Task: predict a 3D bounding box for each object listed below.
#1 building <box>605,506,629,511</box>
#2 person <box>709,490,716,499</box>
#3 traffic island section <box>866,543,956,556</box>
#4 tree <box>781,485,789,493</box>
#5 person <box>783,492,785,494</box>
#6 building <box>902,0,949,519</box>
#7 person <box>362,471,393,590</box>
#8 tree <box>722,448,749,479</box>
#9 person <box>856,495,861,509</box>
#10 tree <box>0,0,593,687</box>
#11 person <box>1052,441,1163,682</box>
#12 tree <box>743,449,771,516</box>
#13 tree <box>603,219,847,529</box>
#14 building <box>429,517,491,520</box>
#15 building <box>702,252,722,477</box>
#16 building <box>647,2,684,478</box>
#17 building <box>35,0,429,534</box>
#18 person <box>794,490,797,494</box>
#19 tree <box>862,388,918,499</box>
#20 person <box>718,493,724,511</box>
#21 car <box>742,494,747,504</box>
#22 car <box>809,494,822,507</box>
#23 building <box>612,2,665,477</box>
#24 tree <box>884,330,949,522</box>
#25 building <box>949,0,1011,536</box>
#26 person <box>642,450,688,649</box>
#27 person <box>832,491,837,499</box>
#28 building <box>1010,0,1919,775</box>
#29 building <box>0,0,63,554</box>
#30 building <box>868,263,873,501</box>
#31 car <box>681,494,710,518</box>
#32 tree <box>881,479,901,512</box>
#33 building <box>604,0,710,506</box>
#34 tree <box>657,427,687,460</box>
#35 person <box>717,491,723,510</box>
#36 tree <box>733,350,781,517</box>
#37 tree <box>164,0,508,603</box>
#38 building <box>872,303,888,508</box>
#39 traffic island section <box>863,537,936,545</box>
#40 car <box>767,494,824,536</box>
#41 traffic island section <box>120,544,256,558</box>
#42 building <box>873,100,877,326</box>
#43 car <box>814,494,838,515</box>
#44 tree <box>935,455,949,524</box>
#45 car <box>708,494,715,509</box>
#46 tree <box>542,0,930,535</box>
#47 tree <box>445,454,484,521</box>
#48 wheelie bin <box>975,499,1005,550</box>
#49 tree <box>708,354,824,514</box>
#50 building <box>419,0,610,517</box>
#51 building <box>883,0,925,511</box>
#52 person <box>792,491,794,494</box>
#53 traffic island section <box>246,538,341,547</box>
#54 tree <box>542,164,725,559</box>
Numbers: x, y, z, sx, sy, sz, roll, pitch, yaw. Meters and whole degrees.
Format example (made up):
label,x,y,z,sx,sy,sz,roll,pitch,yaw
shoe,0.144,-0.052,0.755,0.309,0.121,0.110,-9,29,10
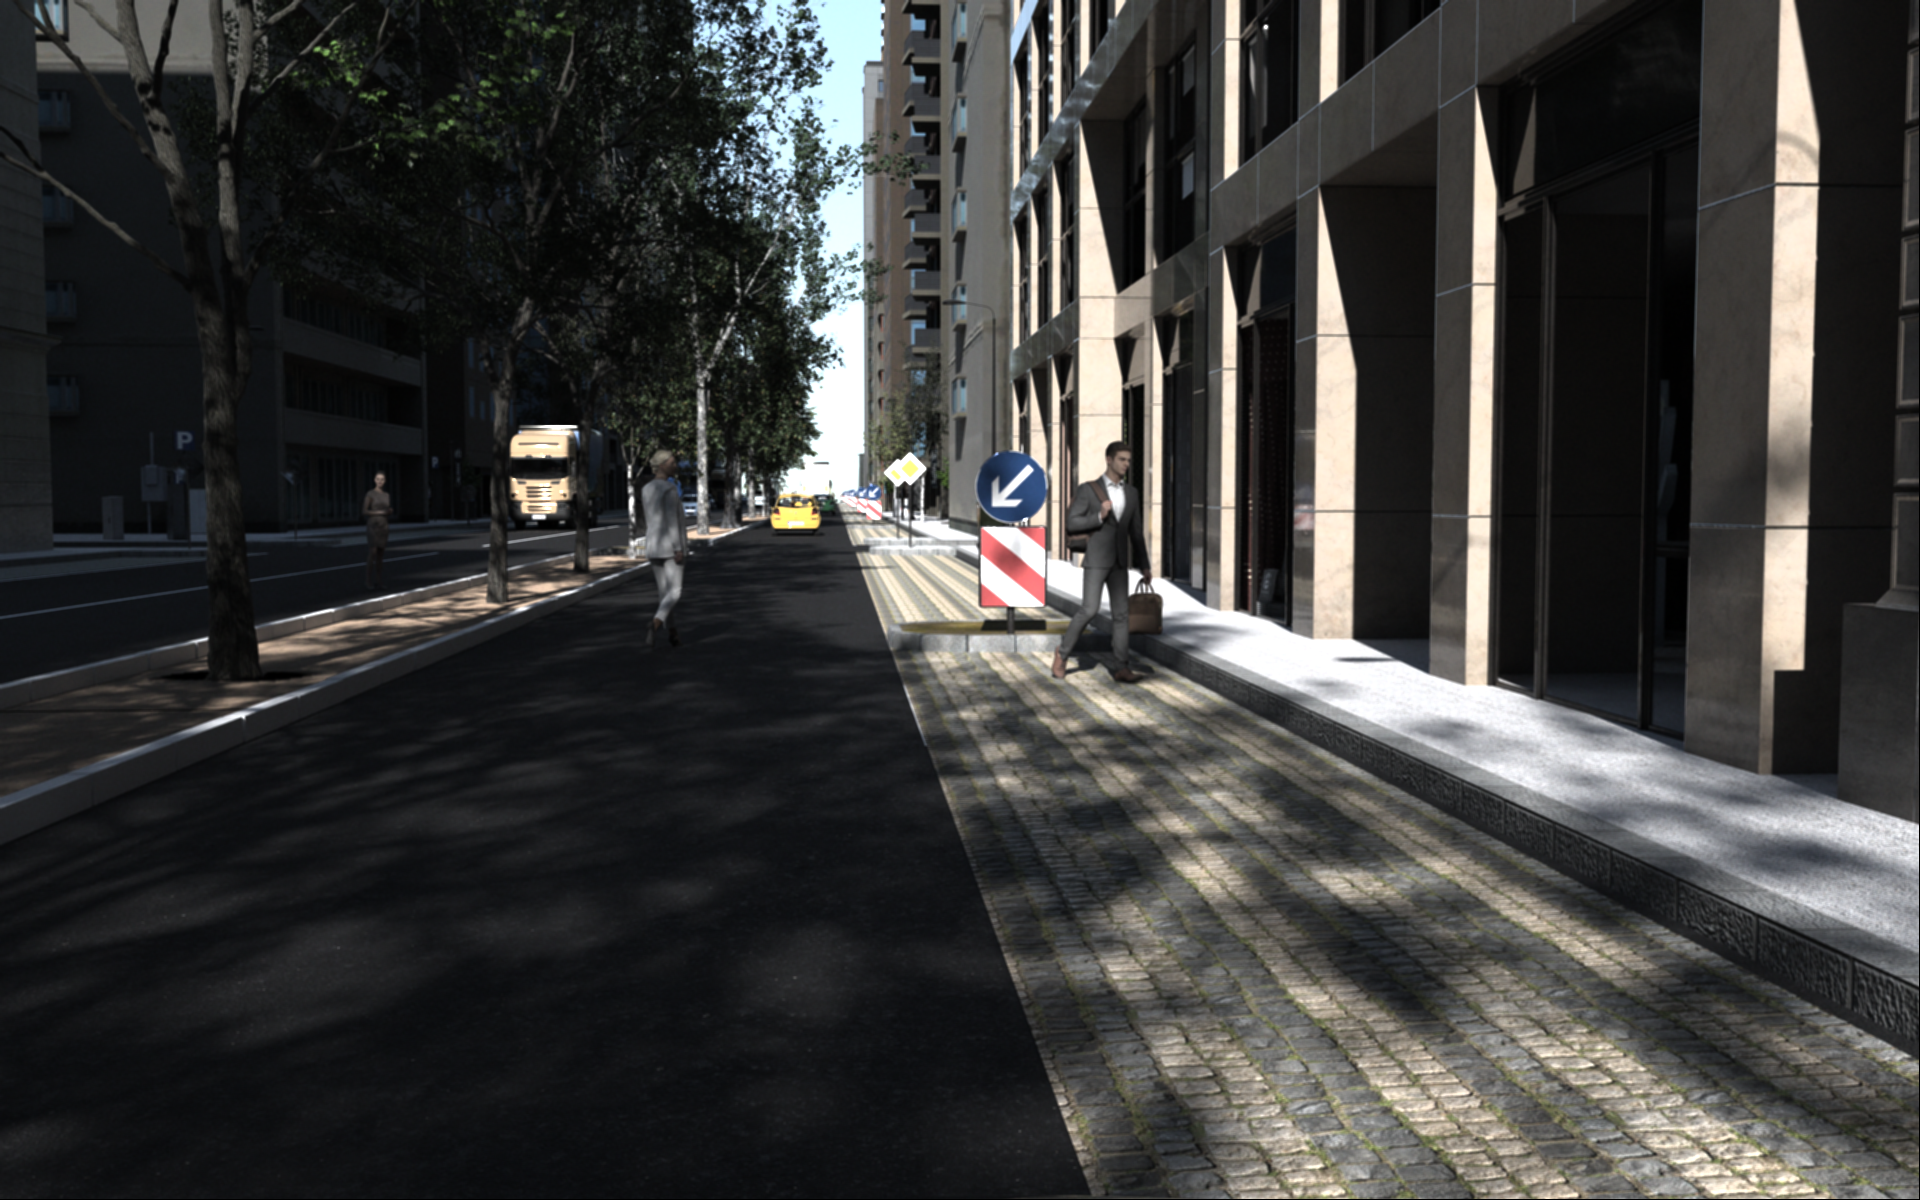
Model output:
label,x,y,z,sx,sy,sz,roll,pitch,yaw
building,-39.133,-43.678,152.386,20.563,71.187,20.611,0,4,-4
person,-24.823,-10.071,172.797,0.705,1.869,1.348,2,4,26
traffic island section,-1.172,-1.179,41.562,2.009,0.180,2.903,0,4,-4
tree,-12.309,-9.513,108.356,4.360,8.622,3.978,0,3,0
person,-19.919,-11.427,196.256,0.530,1.710,0.541,1,4,12
building,8.002,-27.135,98.289,22.147,44.769,28.867,0,4,-4
person,-8.749,-1.054,26.074,0.374,1.781,0.599,2,4,28
tree,-37.704,-22.759,282.477,12.009,13.543,11.850,0,3,0
person,-8.950,-8.845,153.667,0.990,1.755,0.434,-2,4,-28
tree,-5.722,-5.194,13.141,9.928,11.665,9.643,0,3,0
person,1.115,-0.290,13.199,0.622,1.834,0.822,-3,4,-37
tree,-12.739,-9.880,114.358,4.737,8.622,4.395,0,3,0
tree,-9.438,-9.248,70.662,9.611,12.733,9.660,0,3,0
building,-32.131,-27.028,92.025,14.600,45.320,14.200,0,4,-4
building,-43.982,-37.583,264.584,14.600,45.320,14.200,0,4,-4
building,-44.997,-55.438,219.090,22.319,86.520,31.000,0,4,-4
building,-33.606,-26.975,64.742,21.300,48.544,21.600,0,4,-4
person,-17.408,-10.770,184.456,0.599,1.838,0.709,0,4,-1
tree,-4.577,-10.331,119.280,4.737,8.622,4.395,0,3,0
person,-19.065,-8.100,141.020,1.350,1.814,0.705,0,4,7
car,-28.093,-13.066,225.636,2.014,1.417,4.499,0,4,-5
car,-9.181,-5.625,102.189,2.015,1.641,3.980,0,4,-4
building,-44.812,-35.943,176.905,28.713,52.752,27.495,0,4,-4
tree,-1.670,-7.837,78.501,4.360,8.622,3.978,0,3,0
building,10.365,-26.710,60.417,21.600,48.544,21.300,0,4,-4
person,-2.759,-0.466,15.996,0.514,1.842,0.818,1,4,23
person,-19.065,-15.435,260.877,0.705,1.823,1.348,3,5,44
building,11.999,-13.469,24.726,19.350,26.468,34.151,0,4,-4
building,-41.544,-15.468,29.318,44.131,29.872,17.030,0,4,-4
building,-4.539,-27.250,217.235,14.160,30.474,14.107,0,4,-4
car,-15.908,-5.592,103.434,2.014,1.417,4.499,0,4,-3
tree,-4.928,-8.123,127.405,1.663,3.219,1.824,0,3,0
building,-45.956,-49.406,246.034,20.563,71.187,20.611,0,4,-4
tree,-31.744,-17.133,198.256,7.486,12.596,7.792,0,3,0
person,-21.215,-8.801,153.313,0.541,1.710,0.530,-1,4,-21
tree,-10.235,-7.645,77.820,4.360,8.622,3.978,0,3,0
tree,-6.059,-5.208,22.020,8.767,10.594,7.601,0,4,-4
building,5.430,-20.008,172.174,27.650,21.520,28.899,0,4,-4
traffic island section,-1.750,-1.666,49.527,2.009,0.180,2.903,0,4,-4
car,-5.780,-3.094,60.812,2.015,1.641,3.980,0,4,-6
traffic island section,-17.970,-1.105,40.353,2.009,0.180,2.903,0,4,-4
building,-2.578,-33.190,192.760,14.600,45.320,14.200,0,4,-4
car,-9.338,-6.474,117.650,2.131,1.459,4.920,0,4,-4
tree,-0.199,-4.913,74.929,1.663,3.219,1.824,0,3,0
car,-24.052,-9.246,163.169,2.014,1.417,4.499,0,4,-5
tree,-7.728,-12.293,59.339,12.611,20.169,13.585,0,3,0
tree,-23.856,-5.476,84.134,1.663,3.219,1.824,0,3,0
wheelie bin,0.709,-1.886,38.750,0.693,1.594,0.980,0,4,-7
tree,-13.334,-12.235,120.624,7.486,12.596,7.792,0,3,0
building,-31.254,-28.391,114.305,14.600,45.320,14.200,0,4,-4
building,0.542,-30.529,149.259,14.600,45.320,14.200,0,4,-4
person,-19.358,-11.640,199.531,0.721,1.743,1.217,3,5,39
traffic island section,-18.548,-1.592,48.317,2.009,0.180,2.903,0,4,-4
tree,-7.157,-5.182,37.553,4.360,8.622,3.978,0,3,0
